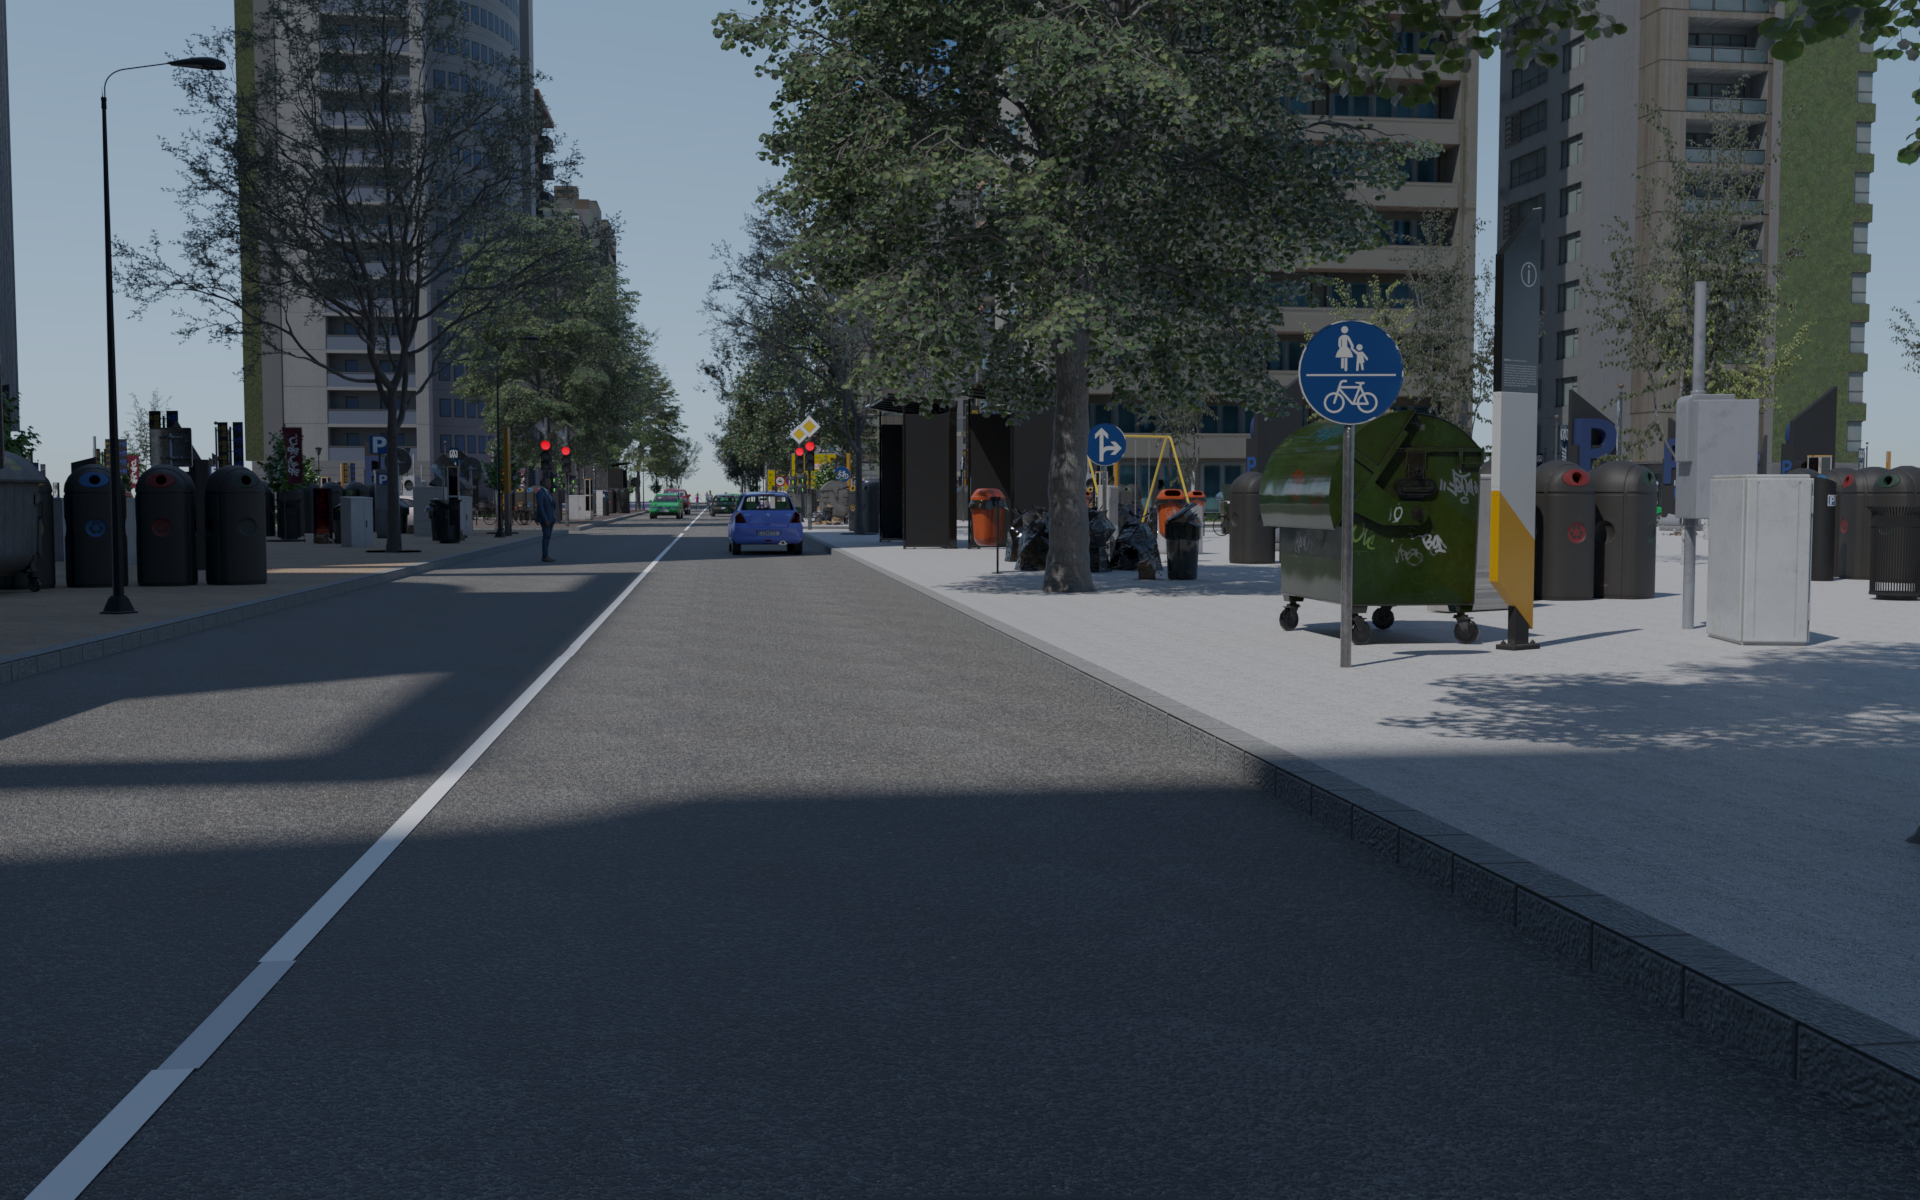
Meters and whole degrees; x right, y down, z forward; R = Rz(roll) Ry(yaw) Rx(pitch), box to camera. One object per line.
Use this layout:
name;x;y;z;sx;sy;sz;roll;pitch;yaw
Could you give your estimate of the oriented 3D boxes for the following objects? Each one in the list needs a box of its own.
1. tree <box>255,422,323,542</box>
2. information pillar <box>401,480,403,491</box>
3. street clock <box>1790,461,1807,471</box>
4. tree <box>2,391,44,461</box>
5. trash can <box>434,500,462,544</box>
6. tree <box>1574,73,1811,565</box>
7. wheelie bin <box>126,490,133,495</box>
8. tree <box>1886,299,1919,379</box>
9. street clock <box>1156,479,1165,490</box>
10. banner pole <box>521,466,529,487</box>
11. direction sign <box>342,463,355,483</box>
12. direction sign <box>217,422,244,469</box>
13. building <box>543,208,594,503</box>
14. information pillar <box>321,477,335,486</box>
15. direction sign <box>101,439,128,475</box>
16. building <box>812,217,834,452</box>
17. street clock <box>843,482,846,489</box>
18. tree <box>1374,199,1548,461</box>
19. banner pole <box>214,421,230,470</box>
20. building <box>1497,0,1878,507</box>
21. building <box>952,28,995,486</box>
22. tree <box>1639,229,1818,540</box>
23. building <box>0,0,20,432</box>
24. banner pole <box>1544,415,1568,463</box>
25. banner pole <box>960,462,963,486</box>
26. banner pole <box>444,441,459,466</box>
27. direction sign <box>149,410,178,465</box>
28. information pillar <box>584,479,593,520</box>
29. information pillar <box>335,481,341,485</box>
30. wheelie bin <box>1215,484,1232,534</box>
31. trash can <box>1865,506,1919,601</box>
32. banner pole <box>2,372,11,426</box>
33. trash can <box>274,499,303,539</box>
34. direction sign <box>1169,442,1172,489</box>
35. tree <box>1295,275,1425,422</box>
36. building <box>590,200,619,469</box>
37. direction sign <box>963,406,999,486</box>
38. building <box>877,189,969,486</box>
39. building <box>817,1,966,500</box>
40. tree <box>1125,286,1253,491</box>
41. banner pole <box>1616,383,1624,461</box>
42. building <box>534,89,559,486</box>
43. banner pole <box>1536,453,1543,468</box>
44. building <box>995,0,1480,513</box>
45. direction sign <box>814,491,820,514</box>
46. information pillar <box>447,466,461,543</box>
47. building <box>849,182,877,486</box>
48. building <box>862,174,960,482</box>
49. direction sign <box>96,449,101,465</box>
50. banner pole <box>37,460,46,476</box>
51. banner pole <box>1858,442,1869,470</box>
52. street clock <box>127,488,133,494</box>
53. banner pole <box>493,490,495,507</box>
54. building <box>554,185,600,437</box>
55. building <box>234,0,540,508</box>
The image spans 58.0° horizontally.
tree;-18.194;-3.181;46.615;1.663;3.219;1.824;0;3;0
information pillar;-29.754;-5.408;92.908;0.304;2.012;0.304;-2;4;-34
street clock;18.386;-2.038;37.886;0.471;2.002;0.358;-2;4;-29
tree;-15.647;-2.027;27.746;1.663;3.219;1.824;0;3;0
trash can;-13.315;-2.043;45.059;0.748;1.137;0.748;0;3;0
tree;13.169;-4.948;31.267;4.360;8.622;3.978;0;3;0
wheelie bin;-61.531;-7.339;127.908;0.693;1.594;0.980;0;4;2
tree;25.443;-5.637;42.535;4.360;8.622;3.978;0;3;0
street clock;9.369;-4.704;81.486;0.471;2.002;0.358;-1;4;-13
banner pole;-32.599;-8.549;129.793;0.863;3.779;0.401;-2;4;-34
direction sign;-44.647;-8.233;126.599;0.876;3.537;0.379;-2;4;-28
direction sign;-22.874;-3.815;54.378;0.876;3.537;0.379;1;4;11
building;-58.520;-34.074;240.704;14.154;41.232;14.086;0;4;-8
information pillar;-27.482;-4.321;75.143;0.304;2.012;0.304;1;4;10
direction sign;-34.604;-4.838;71.101;0.876;3.537;0.379;0;4;-1
building;-13.455;-41.006;290.049;23.786;49.044;30.456;0;4;-8
street clock;-5.746;-4.957;85.618;0.358;2.002;0.471;0;4;-8
tree;12.263;-5.679;43.214;4.360;8.622;3.978;0;3;0
banner pole;-25.345;-4.248;59.477;0.863;3.779;0.401;2;4;25
building;38.738;-25.095;93.895;14.086;41.232;14.154;0;4;-8
building;11.119;-29.002;128.812;22.147;44.769;28.867;0;4;-8
tree;21.120;-5.983;48.188;4.737;8.622;4.395;0;3;0
building;-30.382;-16.330;38.700;14.107;30.474;14.160;0;4;-8
banner pole;19.063;-3.973;54.979;0.863;3.779;0.401;-2;4;-31
banner pole;0.407;-7.964;120.235;0.863;3.779;0.401;-1;4;-12
banner pole;-24.011;-5.606;81.675;0.863;3.779;0.401;0;4;4
direction sign;-21.594;-3.367;47.053;0.876;3.537;0.379;1;4;11
information pillar;-18.173;-4.913;84.824;0.304;2.012;0.304;1;4;15
information pillar;-36.273;-5.902;100.994;0.304;2.012;0.304;3;4;38
wheelie bin;8.648;-2.906;55.420;0.980;1.594;0.693;0;4;-5
trash can;11.372;-0.571;20.994;0.748;1.137;0.748;0;3;0
banner pole;-19.294;-2.753;35.023;0.401;3.779;0.863;-3;5;-44
trash can;-18.722;-2.243;48.326;0.748;1.137;0.748;0;3;0
direction sign;9.097;-5.065;74.803;0.379;3.537;0.876;0;4;0
tree;13.369;-6.551;57.468;4.737;8.622;4.395;0;3;0
building;-68.063;-40.531;286.375;21.300;48.544;21.600;0;4;-8
direction sign;0.585;-3.208;44.441;0.876;3.537;0.379;0;4;-1
building;-1.177;-24.162;166.757;14.160;30.474;14.107;0;4;-8
building;-10.141;-57.836;258.289;22.319;86.520;31.000;0;4;-8
tree;7.598;-6.589;58.099;4.360;8.622;3.978;0;3;0
banner pole;14.797;-2.993;38.945;0.401;3.779;0.863;2;4;28
building;-54.494;-32.296;182.667;22.147;44.769;28.867;0;4;-8
banner pole;31.291;-6.312;93.219;0.863;3.779;0.401;-1;4;-23
building;12.928;-28.621;91.658;21.600;48.544;21.300;0;4;-8
direction sign;-10.570;-8.147;125.195;0.876;3.537;0.379;3;5;41
information pillar;-13.357;-2.520;45.700;0.304;2.012;0.304;-1;4;-12
building;-6.283;-31.835;204.104;14.154;41.232;14.086;0;4;-8
building;5.502;-30.257;186.579;32.217;40.220;23.993;0;4;-8
direction sign;-42.718;-5.769;86.325;0.379;3.537;0.876;3;5;42
banner pole;-66.967;-8.334;126.277;0.401;3.779;0.863;1;4;22
banner pole;43.286;-5.689;83.030;0.863;3.779;0.401;-2;4;-28
street clock;-54.307;-6.646;113.225;0.471;2.002;0.358;-3;4;-36
banner pole;-36.852;-8.985;136.914;0.401;3.779;0.863;-1;4;-17
building;-60.736;-36.967;254.524;14.600;45.320;14.200;0;4;-8
building;-49.961;-37.437;154.096;21.231;58.520;28.212;0;4;-8
